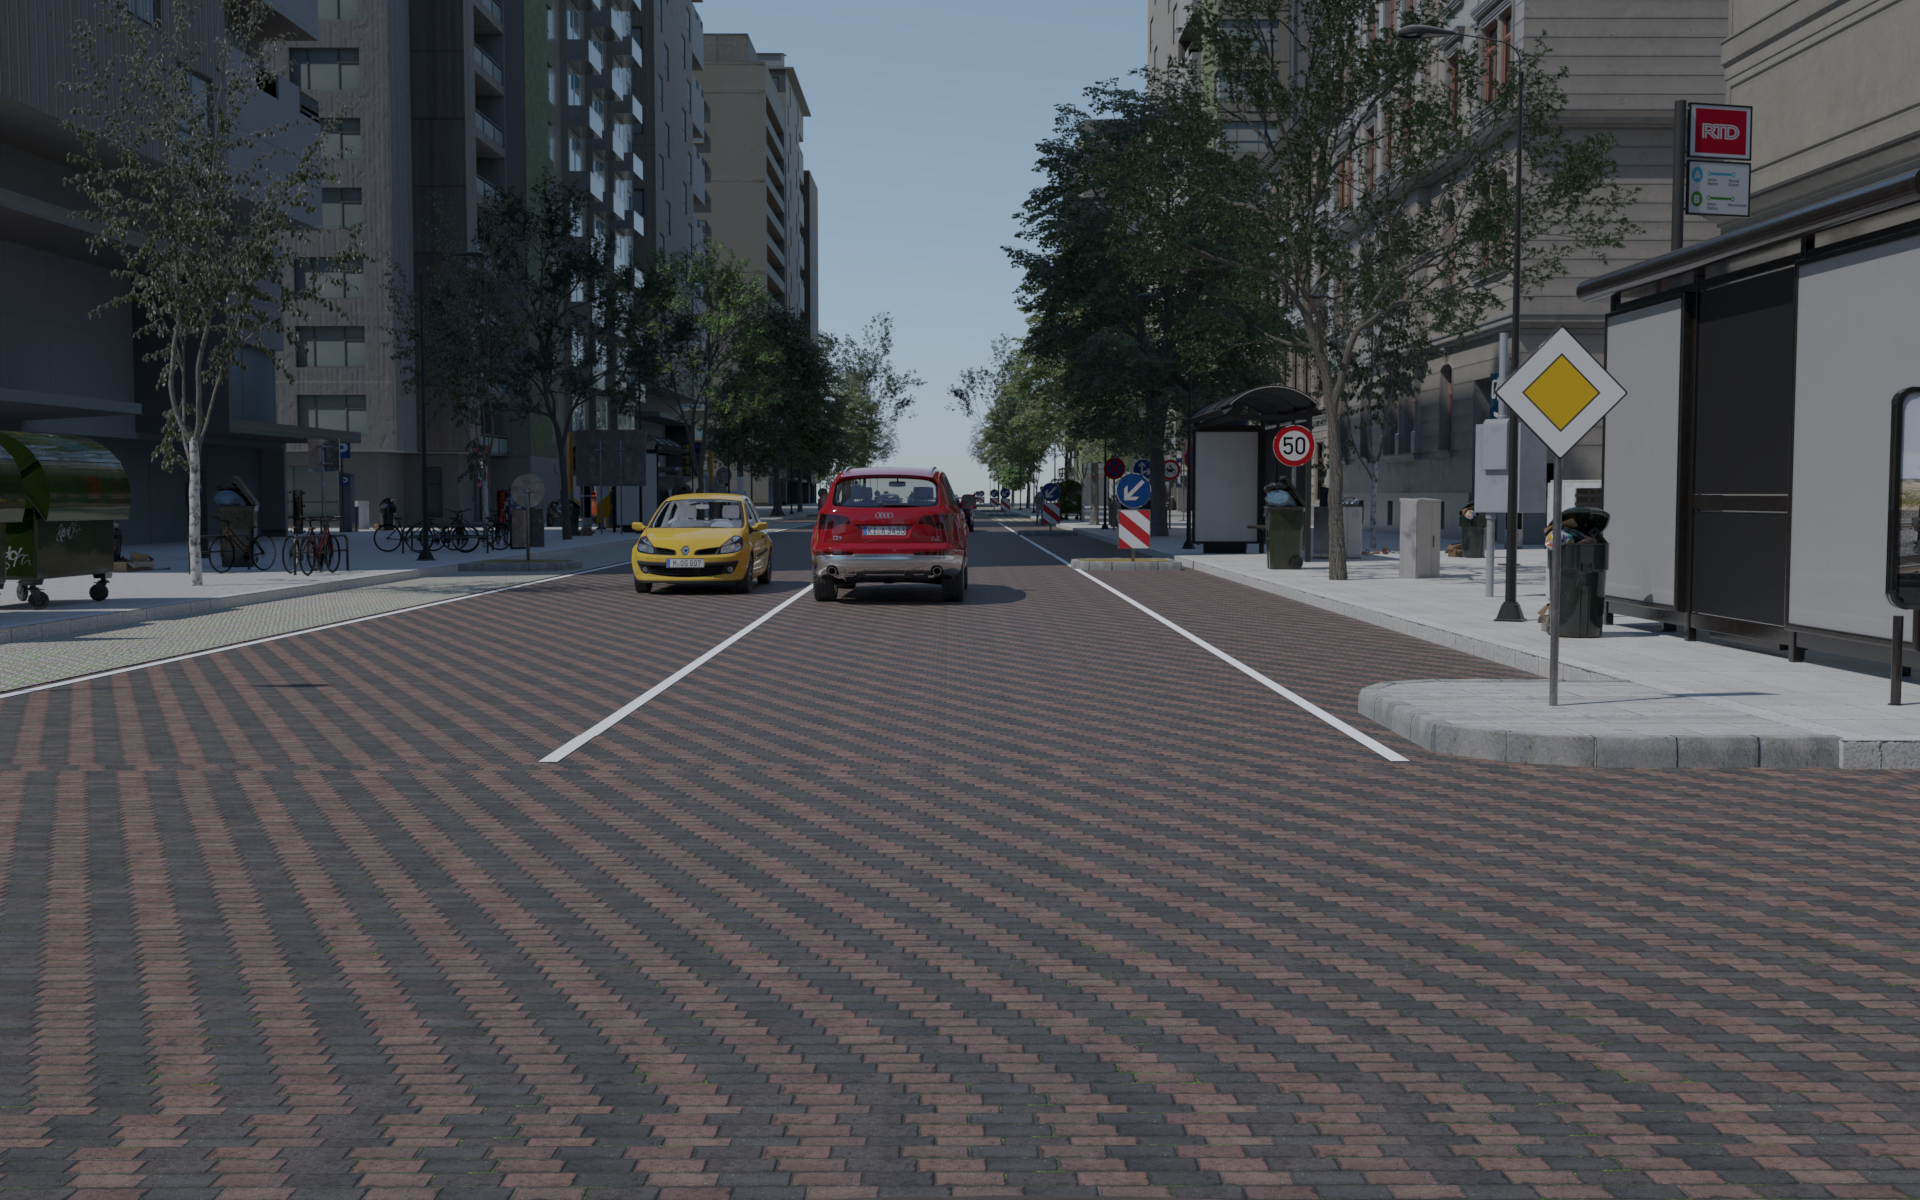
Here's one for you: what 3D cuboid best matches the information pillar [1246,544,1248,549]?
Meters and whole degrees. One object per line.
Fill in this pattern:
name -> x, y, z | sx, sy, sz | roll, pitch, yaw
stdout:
information pillar -> 6.563, -2.203, 40.519 | 0.304, 2.012, 0.304 | 1, 4, 20

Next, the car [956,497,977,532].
car -> -0.323, -3.331, 67.041 | 1.945, 1.354, 3.894 | 0, 4, 1

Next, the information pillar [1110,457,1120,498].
information pillar -> 6.797, -5.179, 76.037 | 0.504, 3.616, 0.183 | 1, 4, 11

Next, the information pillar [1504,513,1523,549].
information pillar -> 12.961, -2.202, 40.500 | 0.304, 2.012, 0.304 | -1, 4, -17

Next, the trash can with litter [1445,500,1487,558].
trash can with litter -> 10.201, -1.446, 35.022 | 0.624, 1.170, 1.055 | -1, 4, -21

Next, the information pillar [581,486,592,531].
information pillar -> -13.011, -3.413, 60.290 | 0.304, 2.012, 0.304 | -2, 4, -28

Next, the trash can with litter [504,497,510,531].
trash can with litter -> -15.404, -3.011, 60.616 | 1.055, 1.170, 0.624 | -1, 4, -18

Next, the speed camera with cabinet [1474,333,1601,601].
speed camera with cabinet -> 7.229, -1.625, 20.904 | 0.660, 3.252, 2.038 | -2, 4, -35

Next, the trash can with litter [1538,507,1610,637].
trash can with litter -> 5.510, -0.270, 15.796 | 0.624, 1.170, 1.055 | 0, 4, 3

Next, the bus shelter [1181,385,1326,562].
bus shelter -> 5.815, -2.507, 34.913 | 2.014, 3.302, 5.546 | 0, 4, 0

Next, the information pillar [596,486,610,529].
information pillar -> -12.991, -4.379, 62.952 | 0.504, 3.616, 0.183 | -2, 4, -26

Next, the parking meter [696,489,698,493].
parking meter -> -12.259, -4.477, 81.618 | 0.372, 1.533, 0.369 | 0, 3, 0

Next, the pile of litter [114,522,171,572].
pile of litter -> -13.989, -0.909, 28.829 | 1.719, 0.858, 1.176 | -3, 5, -43

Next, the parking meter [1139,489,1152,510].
parking meter -> 5.394, -2.573, 50.484 | 0.372, 1.533, 0.369 | 0, 3, 0

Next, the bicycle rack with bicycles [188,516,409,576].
bicycle rack with bicycles -> -11.125, -0.923, 28.470 | 2.852, 0.926, 2.925 | 1, 4, 8

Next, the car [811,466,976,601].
car -> -0.915, -0.979, 24.680 | 2.281, 1.827, 5.304 | 0, 4, 1

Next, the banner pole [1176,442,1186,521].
banner pole -> 10.580, -5.685, 82.960 | 0.401, 3.779, 0.863 | -2, 4, -28

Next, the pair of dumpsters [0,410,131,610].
pair of dumpsters -> -10.686, -0.987, 18.628 | 1.574, 2.255, 4.437 | 0, 4, 0

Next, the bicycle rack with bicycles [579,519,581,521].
bicycle rack with bicycles -> -18.902, -4.079, 80.073 | 2.925, 0.926, 2.852 | 0, 4, -5

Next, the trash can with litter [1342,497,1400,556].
trash can with litter -> 8.672, -1.585, 36.973 | 2.233, 1.210, 1.678 | -2, 4, -32

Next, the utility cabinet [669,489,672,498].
utility cabinet -> -12.875, -4.356, 79.898 | 1.173, 1.500, 0.318 | 2, 4, 30

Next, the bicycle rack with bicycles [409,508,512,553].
bicycle rack with bicycles -> -11.458, -1.524, 38.303 | 2.925, 0.926, 2.852 | -1, 4, -10

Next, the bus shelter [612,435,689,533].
bus shelter -> -10.808, -4.042, 60.006 | 2.014, 3.302, 5.546 | 0, 4, 0

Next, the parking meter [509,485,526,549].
parking meter -> -10.302, -1.952, 40.327 | 0.372, 1.533, 0.369 | 0, 3, 0

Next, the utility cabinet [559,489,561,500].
utility cabinet -> -19.292, -4.559, 83.215 | 1.173, 1.500, 0.318 | 0, 4, 3

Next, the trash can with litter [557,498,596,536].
trash can with litter -> -11.756, -2.550, 53.075 | 0.624, 1.170, 1.055 | 3, 5, 42

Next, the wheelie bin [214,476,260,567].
wheelie bin -> -12.741, -1.383, 30.525 | 0.693, 1.594, 0.980 | -1, 4, -16

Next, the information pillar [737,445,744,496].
information pillar -> -10.552, -5.618, 83.217 | 0.183, 3.616, 0.504 | -3, 4, -37

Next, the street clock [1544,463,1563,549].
street clock -> 13.729, -2.182, 40.241 | 0.358, 2.002, 0.471 | -3, 4, -36

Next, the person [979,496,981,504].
person -> 2.603, -13.490, 232.277 | 0.599, 1.433, 0.991 | 1, 4, 20

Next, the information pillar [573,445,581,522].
information pillar -> -17.424, -5.319, 78.317 | 0.504, 3.616, 0.183 | -1, 4, -13

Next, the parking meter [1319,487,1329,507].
parking meter -> 12.408, -3.088, 58.899 | 0.372, 1.533, 0.369 | 0, 3, 0

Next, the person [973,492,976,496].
person -> 1.951, -13.495, 229.958 | 1.217, 1.723, 0.721 | 1, 4, 17

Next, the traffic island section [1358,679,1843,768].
traffic island section -> 3.617, 0.720, 10.512 | 2.009, 0.180, 2.903 | 0, 4, 0

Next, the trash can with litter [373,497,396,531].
trash can with litter -> -20.155, -3.003, 60.491 | 1.055, 1.170, 0.624 | 3, 5, 40

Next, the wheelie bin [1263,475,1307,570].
wheelie bin -> 5.525, -1.324, 29.563 | 0.693, 1.594, 0.980 | 0, 4, 3

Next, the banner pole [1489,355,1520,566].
banner pole -> 9.803, -2.524, 31.289 | 0.401, 3.779, 0.863 | -1, 4, -20

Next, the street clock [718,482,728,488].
street clock -> -11.430, -4.834, 83.613 | 0.471, 2.002, 0.358 | 0, 4, -6

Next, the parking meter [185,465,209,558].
parking meter -> -15.211, -1.762, 34.513 | 0.399, 1.863, 0.255 | -1, 4, -23

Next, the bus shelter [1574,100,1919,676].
bus shelter -> 7.118, -2.310, 15.404 | 2.179, 5.291, 8.768 | 0, 4, 0

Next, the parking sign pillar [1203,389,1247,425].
parking sign pillar -> 6.878, -3.476, 45.298 | 1.447, 3.967, 1.447 | -3, 5, -40

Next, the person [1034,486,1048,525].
person -> 3.775, -4.421, 80.885 | 0.635, 1.810, 0.391 | -1, 4, -13

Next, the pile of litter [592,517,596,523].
pile of litter -> -15.713, -3.783, 75.825 | 1.719, 0.858, 1.176 | 1, 4, 22

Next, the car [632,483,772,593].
car -> -3.870, -0.985, 26.334 | 2.015, 1.641, 3.980 | 0, 3, 0

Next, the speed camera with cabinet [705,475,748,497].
speed camera with cabinet -> -11.387, -5.511, 84.442 | 2.038, 3.252, 0.660 | 0, 4, 4

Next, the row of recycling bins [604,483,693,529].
row of recycling bins -> -11.704, -3.512, 64.528 | 3.534, 1.692, 1.069 | 0, 4, 0
